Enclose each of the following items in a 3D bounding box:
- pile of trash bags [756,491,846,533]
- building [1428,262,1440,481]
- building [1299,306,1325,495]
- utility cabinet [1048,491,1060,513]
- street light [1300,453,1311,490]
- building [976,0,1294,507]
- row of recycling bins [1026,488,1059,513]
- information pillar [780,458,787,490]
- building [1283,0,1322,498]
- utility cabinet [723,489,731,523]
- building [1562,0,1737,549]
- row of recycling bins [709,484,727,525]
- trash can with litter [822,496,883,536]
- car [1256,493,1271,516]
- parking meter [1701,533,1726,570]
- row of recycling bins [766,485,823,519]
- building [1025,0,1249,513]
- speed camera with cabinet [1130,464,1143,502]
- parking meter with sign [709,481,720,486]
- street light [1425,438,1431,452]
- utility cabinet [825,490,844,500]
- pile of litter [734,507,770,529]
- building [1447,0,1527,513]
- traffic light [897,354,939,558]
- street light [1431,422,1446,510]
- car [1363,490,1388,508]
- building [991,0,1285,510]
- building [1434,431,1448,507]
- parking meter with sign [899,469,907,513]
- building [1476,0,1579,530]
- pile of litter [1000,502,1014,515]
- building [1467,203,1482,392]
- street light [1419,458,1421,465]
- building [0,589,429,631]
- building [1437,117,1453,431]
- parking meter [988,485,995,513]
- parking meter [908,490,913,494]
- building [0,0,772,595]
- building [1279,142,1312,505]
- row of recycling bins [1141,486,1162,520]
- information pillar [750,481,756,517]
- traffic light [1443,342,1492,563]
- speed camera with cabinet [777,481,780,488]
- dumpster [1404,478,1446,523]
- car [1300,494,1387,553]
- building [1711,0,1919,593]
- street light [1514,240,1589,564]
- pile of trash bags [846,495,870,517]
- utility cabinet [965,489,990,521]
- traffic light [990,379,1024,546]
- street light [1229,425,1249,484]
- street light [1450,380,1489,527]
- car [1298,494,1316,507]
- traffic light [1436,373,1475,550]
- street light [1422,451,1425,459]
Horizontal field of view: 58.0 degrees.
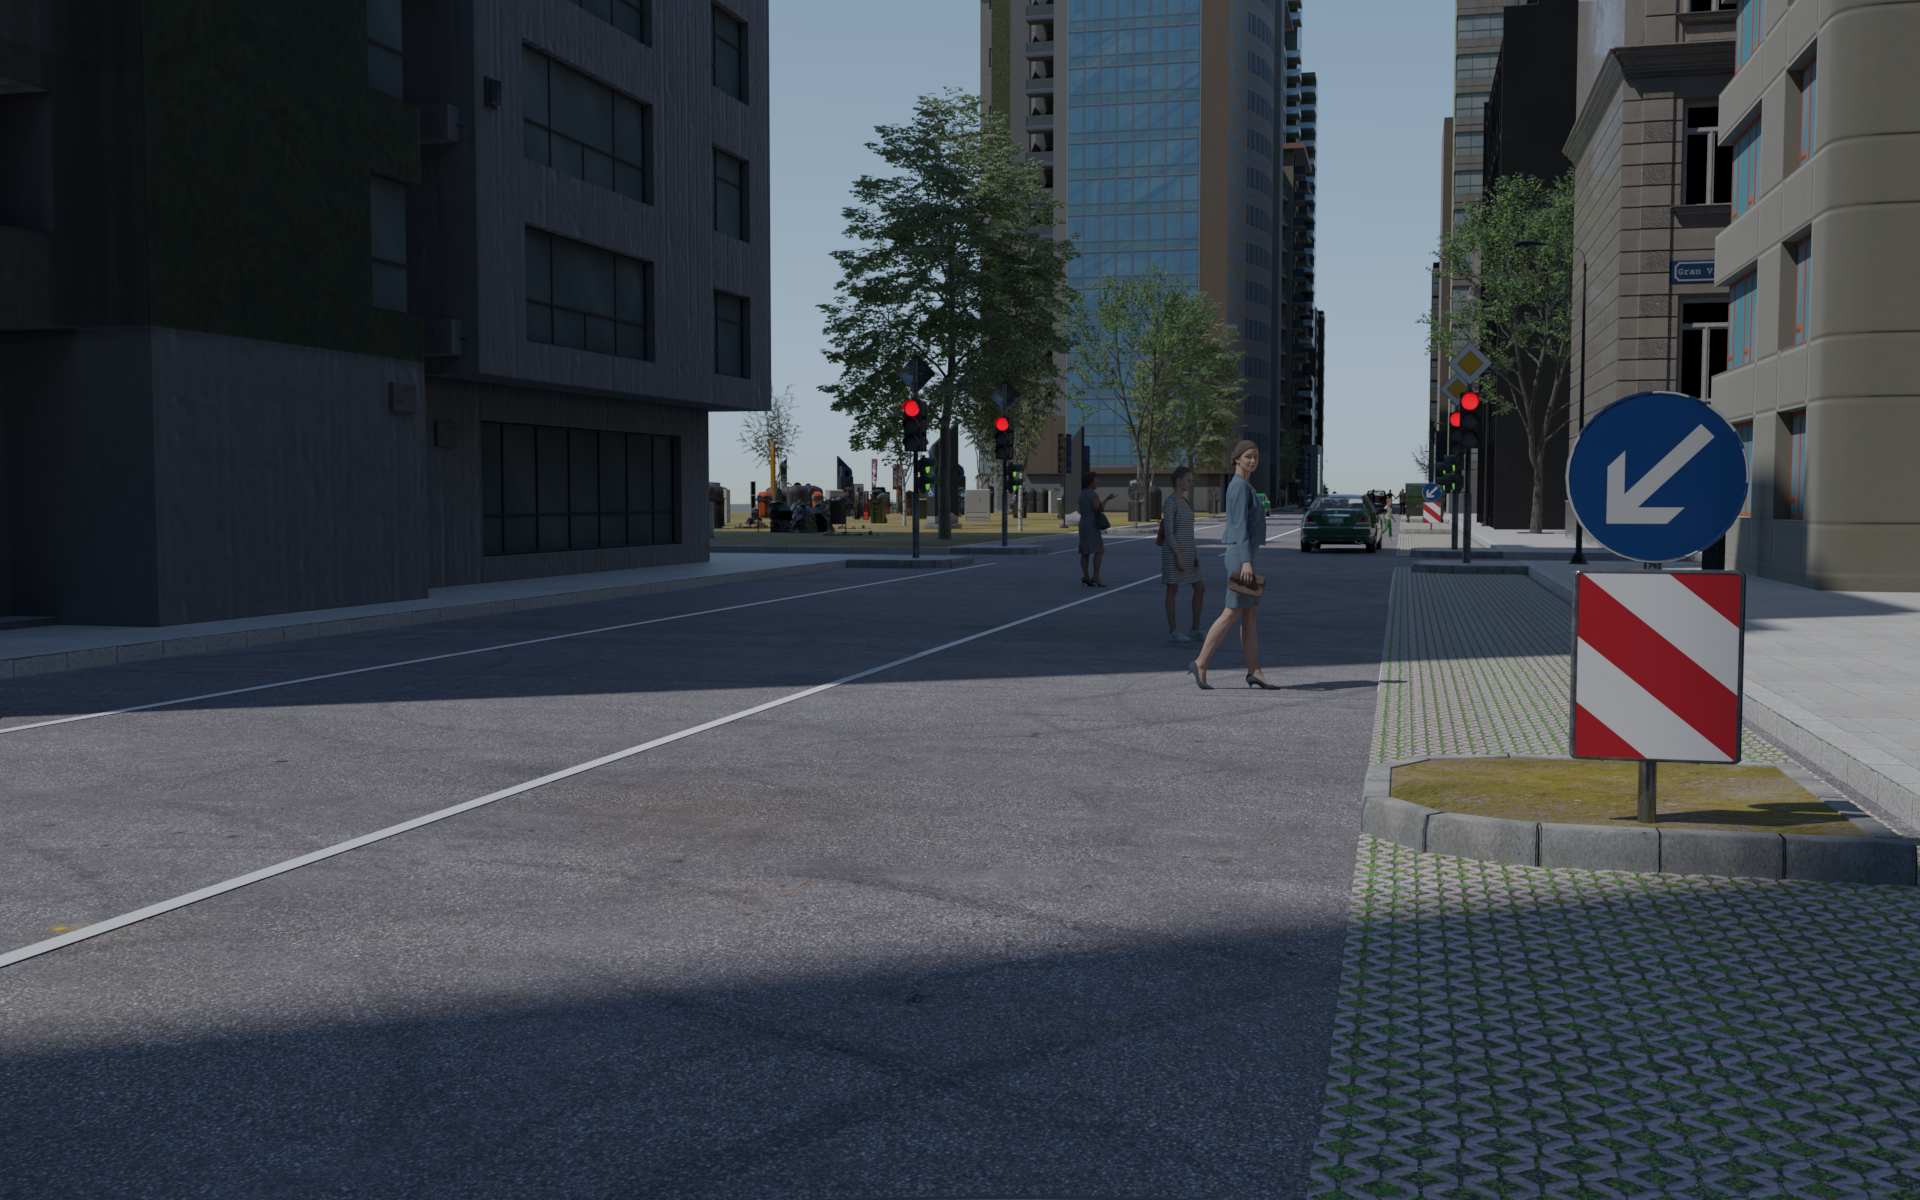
[{"bbox_3d":[-5.796,-2.995,58.722,1.912,1.369,3.447,-3,5,-44],"label":"pile of trash bags"},{"bbox_3d":[65.454,-27.083,214.506,14.160,30.474,14.107,1,4,14],"label":"building"},{"bbox_3d":[48.001,-30.098,263.796,14.160,30.474,14.107,1,4,14],"label":"building"},{"bbox_3d":[6.376,-6.422,113.679,1.173,1.500,0.318,-2,4,-29],"label":"utility cabinet"},{"bbox_3d":[39.353,-13.756,197.445,1.470,5.913,1.316,1,4,14],"label":"street light"},{"bbox_3d":[18.087,-35.817,174.849,28.713,52.752,27.495,1,4,14],"label":"building"},{"bbox_3d":[6.047,-6.735,117.224,3.534,1.692,1.069,2,4,26],"label":"row of recycling bins"},{"bbox_3d":[-11.402,-7.392,112.217,0.504,3.616,0.183,-3,4,-38],"label":"information pillar"},{"bbox_3d":[39.639,-56.778,240.985,22.319,86.520,31.000,1,4,14],"label":"building"},{"bbox_3d":[-10.705,-4.149,76.515,1.173,1.500,0.318,2,4,28],"label":"utility cabinet"},{"bbox_3d":[27.869,-14.899,40.857,25.104,27.353,12.463,1,4,14],"label":"building"},{"bbox_3d":[-10.661,-3.882,70.587,1.069,1.692,3.534,1,4,22],"label":"row of recycling bins"},{"bbox_3d":[-3.374,-2.606,53.667,2.233,1.210,1.678,-1,4,-22],"label":"trash can with litter"},{"bbox_3d":[18.607,-6.169,109.653,1.959,1.807,4.718,1,4,16],"label":"car"},{"bbox_3d":[11.841,-1.313,27.180,0.255,1.863,0.399,3,5,42],"label":"parking meter"},{"bbox_3d":[-8.707,-5.168,91.607,3.534,1.692,1.069,-3,5,-42],"label":"row of recycling bins"},{"bbox_3d":[13.150,-29.069,125.388,14.600,45.320,14.200,1,4,14],"label":"building"},{"bbox_3d":[12.072,-7.317,113.969,2.038,3.252,0.660,-3,5,-42],"label":"speed camera with cabinet"},{"bbox_3d":[-14.890,-6.660,105.151,0.543,3.016,1.738,2,4,35],"label":"parking meter with sign"},{"bbox_3d":[39.208,-10.383,142.299,1.470,5.913,1.316,1,4,14],"label":"street light"},{"bbox_3d":[-6.469,-4.949,89.597,0.318,1.500,1.173,2,4,34],"label":"utility cabinet"},{"bbox_3d":[-7.688,-3.098,64.617,1.176,0.858,1.719,-3,5,-42],"label":"pile of litter"},{"bbox_3d":[41.221,-26.671,119.673,14.154,41.232,14.086,1,4,14],"label":"building"},{"bbox_3d":[-0.872,-2.802,34.740,0.839,4.253,0.868,1,4,14],"label":"traffic light"},{"bbox_3d":[31.446,-8.549,112.311,1.470,5.913,1.316,1,4,14],"label":"street light"},{"bbox_3d":[36.235,-8.687,150.701,2.281,1.827,5.304,1,4,15],"label":"car"},{"bbox_3d":[15.652,-36.954,146.195,21.231,58.520,28.212,1,4,14],"label":"building"},{"bbox_3d":[58.010,-52.214,166.369,22.319,86.520,31.000,1,4,14],"label":"building"},{"bbox_3d":[-4.088,-7.553,119.747,0.543,3.016,1.738,-1,4,-12],"label":"parking meter with sign"},{"bbox_3d":[27.190,-14.571,67.916,12.332,23.373,15.834,1,4,14],"label":"building"},{"bbox_3d":[3.126,-5.787,108.588,1.176,0.858,1.719,-1,4,-11],"label":"pile of litter"},{"bbox_3d":[34.679,-16.738,92.744,14.460,24.649,34.723,1,4,14],"label":"building"},{"bbox_3d":[60.281,-15.399,224.317,1.470,5.913,1.316,1,4,14],"label":"street light"},{"bbox_3d":[-15.032,-14.909,15.456,14.160,30.474,14.107,1,4,14],"label":"building"},{"bbox_3d":[62.552,-33.627,199.914,14.600,45.320,14.200,1,4,14],"label":"building"},{"bbox_3d":[2.080,-6.724,115.653,0.399,1.863,0.255,-2,4,-24],"label":"parking meter"},{"bbox_3d":[-2.933,-5.794,103.149,0.372,1.533,0.369,0,3,0],"label":"parking meter"},{"bbox_3d":[-11.331,-15.827,30.474,14.107,30.474,14.160,1,4,14],"label":"building"},{"bbox_3d":[31.530,-34.181,213.490,22.147,44.769,28.867,1,4,14],"label":"building"},{"bbox_3d":[9.731,-4.967,88.320,1.069,1.692,3.534,0,4,4],"label":"row of recycling bins"},{"bbox_3d":[-11.832,-5.783,99.047,0.304,2.012,0.304,-1,4,-11],"label":"information pillar"},{"bbox_3d":[9.412,-2.643,32.127,0.839,4.253,0.868,1,4,14],"label":"traffic light"},{"bbox_3d":[-11.751,-7.618,118.891,2.038,3.252,0.660,-3,5,-39],"label":"speed camera with cabinet"},{"bbox_3d":[23.062,-4.951,85.894,1.985,2.255,1.502,1,4,15],"label":"dumpster"},{"bbox_3d":[9.673,-1.955,43.769,2.131,1.459,4.920,1,4,16],"label":"car"},{"bbox_3d":[23.383,-10.299,13.431,27.650,21.520,28.899,1,4,14],"label":"building"},{"bbox_3d":[10.832,-3.621,31.752,1.470,5.913,1.316,1,4,14],"label":"street light"},{"bbox_3d":[-6.045,-5.431,98.549,1.912,1.369,3.447,-2,4,-33],"label":"pile of trash bags"},{"bbox_3d":[0.824,-4.470,81.769,1.173,1.500,0.318,0,4,7],"label":"utility cabinet"},{"bbox_3d":[1.114,-3.275,42.475,0.839,4.253,0.868,1,4,14],"label":"traffic light"},{"bbox_3d":[18.743,-8.828,116.886,1.470,5.913,1.316,1,4,14],"label":"street light"},{"bbox_3d":[20.302,-5.877,68.632,1.470,5.913,1.316,1,4,14],"label":"street light"},{"bbox_3d":[34.658,-9.822,172.589,2.014,1.417,4.499,1,4,14],"label":"car"},{"bbox_3d":[11.397,-3.116,39.862,0.839,4.253,0.868,1,4,14],"label":"traffic light"},{"bbox_3d":[50.545,-13.062,186.102,1.470,5.913,1.316,1,4,14],"label":"street light"}]
